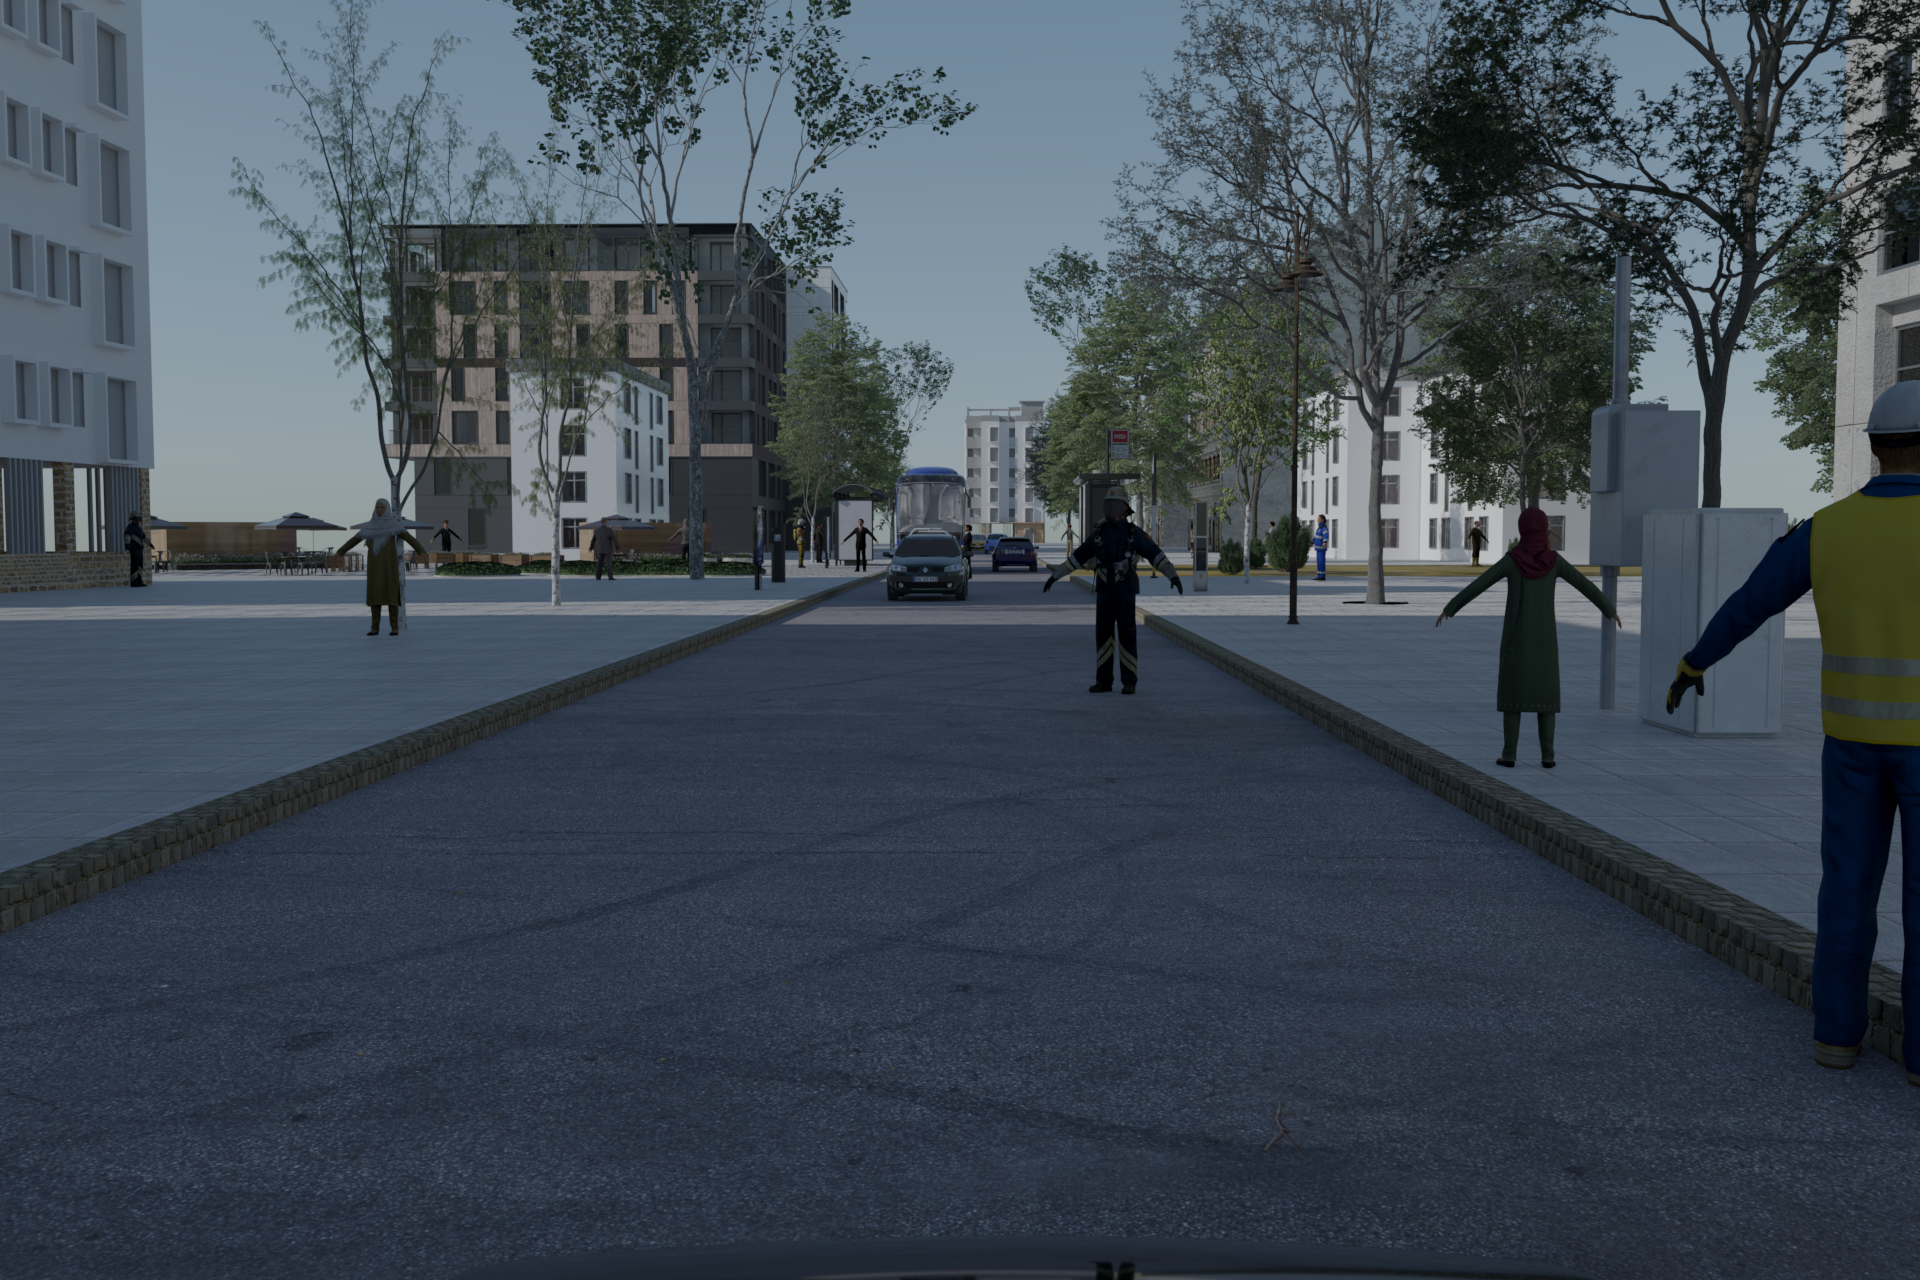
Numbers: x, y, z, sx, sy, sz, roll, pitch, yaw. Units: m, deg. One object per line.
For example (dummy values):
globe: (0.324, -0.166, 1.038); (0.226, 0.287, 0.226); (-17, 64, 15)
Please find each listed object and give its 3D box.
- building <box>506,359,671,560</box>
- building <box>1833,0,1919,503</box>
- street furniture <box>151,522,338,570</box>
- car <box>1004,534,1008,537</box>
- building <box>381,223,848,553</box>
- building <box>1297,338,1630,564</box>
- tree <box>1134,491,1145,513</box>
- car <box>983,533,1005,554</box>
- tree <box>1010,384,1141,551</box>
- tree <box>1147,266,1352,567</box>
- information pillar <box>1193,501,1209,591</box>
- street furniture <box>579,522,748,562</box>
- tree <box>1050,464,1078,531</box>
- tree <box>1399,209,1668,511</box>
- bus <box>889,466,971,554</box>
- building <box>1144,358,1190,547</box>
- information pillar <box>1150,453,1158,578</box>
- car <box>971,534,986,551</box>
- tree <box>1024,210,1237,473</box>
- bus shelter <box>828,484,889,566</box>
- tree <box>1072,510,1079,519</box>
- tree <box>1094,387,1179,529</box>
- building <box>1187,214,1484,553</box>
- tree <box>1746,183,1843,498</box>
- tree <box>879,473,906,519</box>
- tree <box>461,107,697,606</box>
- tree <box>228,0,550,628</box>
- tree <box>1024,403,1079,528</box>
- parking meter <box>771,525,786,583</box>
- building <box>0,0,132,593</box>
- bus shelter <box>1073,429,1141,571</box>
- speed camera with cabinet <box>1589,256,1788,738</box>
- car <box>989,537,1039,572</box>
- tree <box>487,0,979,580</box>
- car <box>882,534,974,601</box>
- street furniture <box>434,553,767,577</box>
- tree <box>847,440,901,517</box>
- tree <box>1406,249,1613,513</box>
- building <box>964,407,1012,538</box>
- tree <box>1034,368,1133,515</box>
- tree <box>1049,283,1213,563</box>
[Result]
building: (-20.720, -9.477, 97.101); (9.099, 9.664, 28.070); (0, 4, 1)
building: (28.031, -9.587, 23.209); (16.747, 18.905, 31.486); (0, 4, 1)
street furniture: (-26.637, -3.557, 65.011); (11.010, 1.723, 9.812); (-3, 5, -44)
car: (3.637, -9.005, 157.025); (2.009, 1.686, 4.222); (0, 4, 0)
building: (-23.795, -17.527, 130.542); (27.936, 21.610, 32.646); (0, 4, 1)
building: (24.130, -8.929, 88.137); (9.099, 9.664, 28.070); (0, 4, 1)
tree: (29.344, -20.514, 245.769); (12.009, 13.543, 11.850); (0, 3, 0)
car: (2.624, -7.141, 126.354); (1.945, 1.707, 3.694); (0, 4, 0)
tree: (9.386, -13.644, 133.449); (12.009, 13.543, 11.850); (0, 3, 0)
tree: (11.336, -8.654, 67.249); (9.928, 11.665, 9.643); (0, 3, 0)
information pillar: (5.386, -2.097, 38.780); (0.304, 2.012, 0.304); (0, 4, 1)
street furniture: (-11.358, -3.737, 67.957); (11.010, 1.723, 9.812); (-2, 4, -28)
tree: (9.731, -12.548, 155.529); (4.360, 8.622, 3.978); (0, 3, 0)
tree: (22.478, -9.863, 67.911); (9.857, 13.997, 8.962); (0, 3, 0)
bus: (-0.951, -4.596, 66.685); (2.896, 3.916, 12.251); (0, 4, 1)
building: (28.814, -21.025, 174.693); (19.493, 23.208, 18.063); (0, 4, 1)
information pillar: (5.629, -3.602, 50.247); (0.183, 3.616, 0.504); (0, 4, 1)
car: (1.380, -7.618, 134.774); (2.015, 1.641, 3.980); (0, 4, 1)
tree: (10.516, -14.970, 100.651); (12.611, 20.169, 13.585); (0, 3, 0)
bus shelter: (-4.166, -4.789, 72.227); (2.014, 3.302, 5.546); (0, 4, 2)
tree: (19.394, -19.182, 248.039); (7.601, 10.594, 8.767); (0, 4, 7)
tree: (8.469, -8.392, 87.569); (4.360, 8.622, 3.978); (0, 3, 0)
building: (27.024, -18.029, 125.700); (19.493, 23.208, 18.063); (0, 4, 1)
tree: (28.876, -8.935, 52.738); (9.857, 13.997, 8.962); (0, 3, 0)
tree: (-7.919, -18.962, 244.448); (7.601, 10.594, 8.767); (0, 4, 3)
tree: (-7.421, -4.914, 30.707); (4.360, 8.622, 3.978); (0, 3, 0)
tree: (-7.713, -4.482, 23.643); (4.360, 8.622, 3.978); (0, 3, 0)
tree: (8.925, -14.045, 147.767); (7.486, 12.596, 7.792); (0, 3, 0)
parking meter: (-4.812, -2.290, 45.859); (0.372, 1.533, 0.369); (0, 3, 0)
building: (-25.762, -10.658, 30.683); (16.016, 20.090, 11.380); (0, 4, 2)
bus shelter: (5.315, -5.273, 63.847); (2.179, 5.291, 8.768); (0, 4, 2)
speed camera with cabinet: (4.911, -1.066, 11.773); (0.660, 3.252, 2.038); (0, 4, 1)
car: (2.090, -3.309, 66.684); (1.945, 1.354, 3.894); (0, 4, 1)
tree: (-6.375, -11.715, 47.437); (12.611, 20.169, 13.585); (0, 3, 0)
car: (-0.688, -1.761, 38.578); (2.009, 1.686, 4.222); (0, 4, 1)
street furniture: (-11.005, -2.368, 54.339); (10.072, 0.657, 5.734); (0, 4, 0)
tree: (-6.009, -10.162, 116.510); (4.737, 8.622, 4.395); (0, 3, 0)
tree: (17.966, -7.423, 55.785); (7.601, 10.594, 8.767); (1, 4, 9)
building: (0.960, -23.868, 249.116); (11.380, 20.090, 16.016); (0, 4, -1)
tree: (8.611, -12.202, 117.633); (7.486, 12.596, 7.792); (0, 3, 0)
tree: (7.729, -9.771, 77.888); (7.486, 12.596, 7.792); (0, 3, 0)
